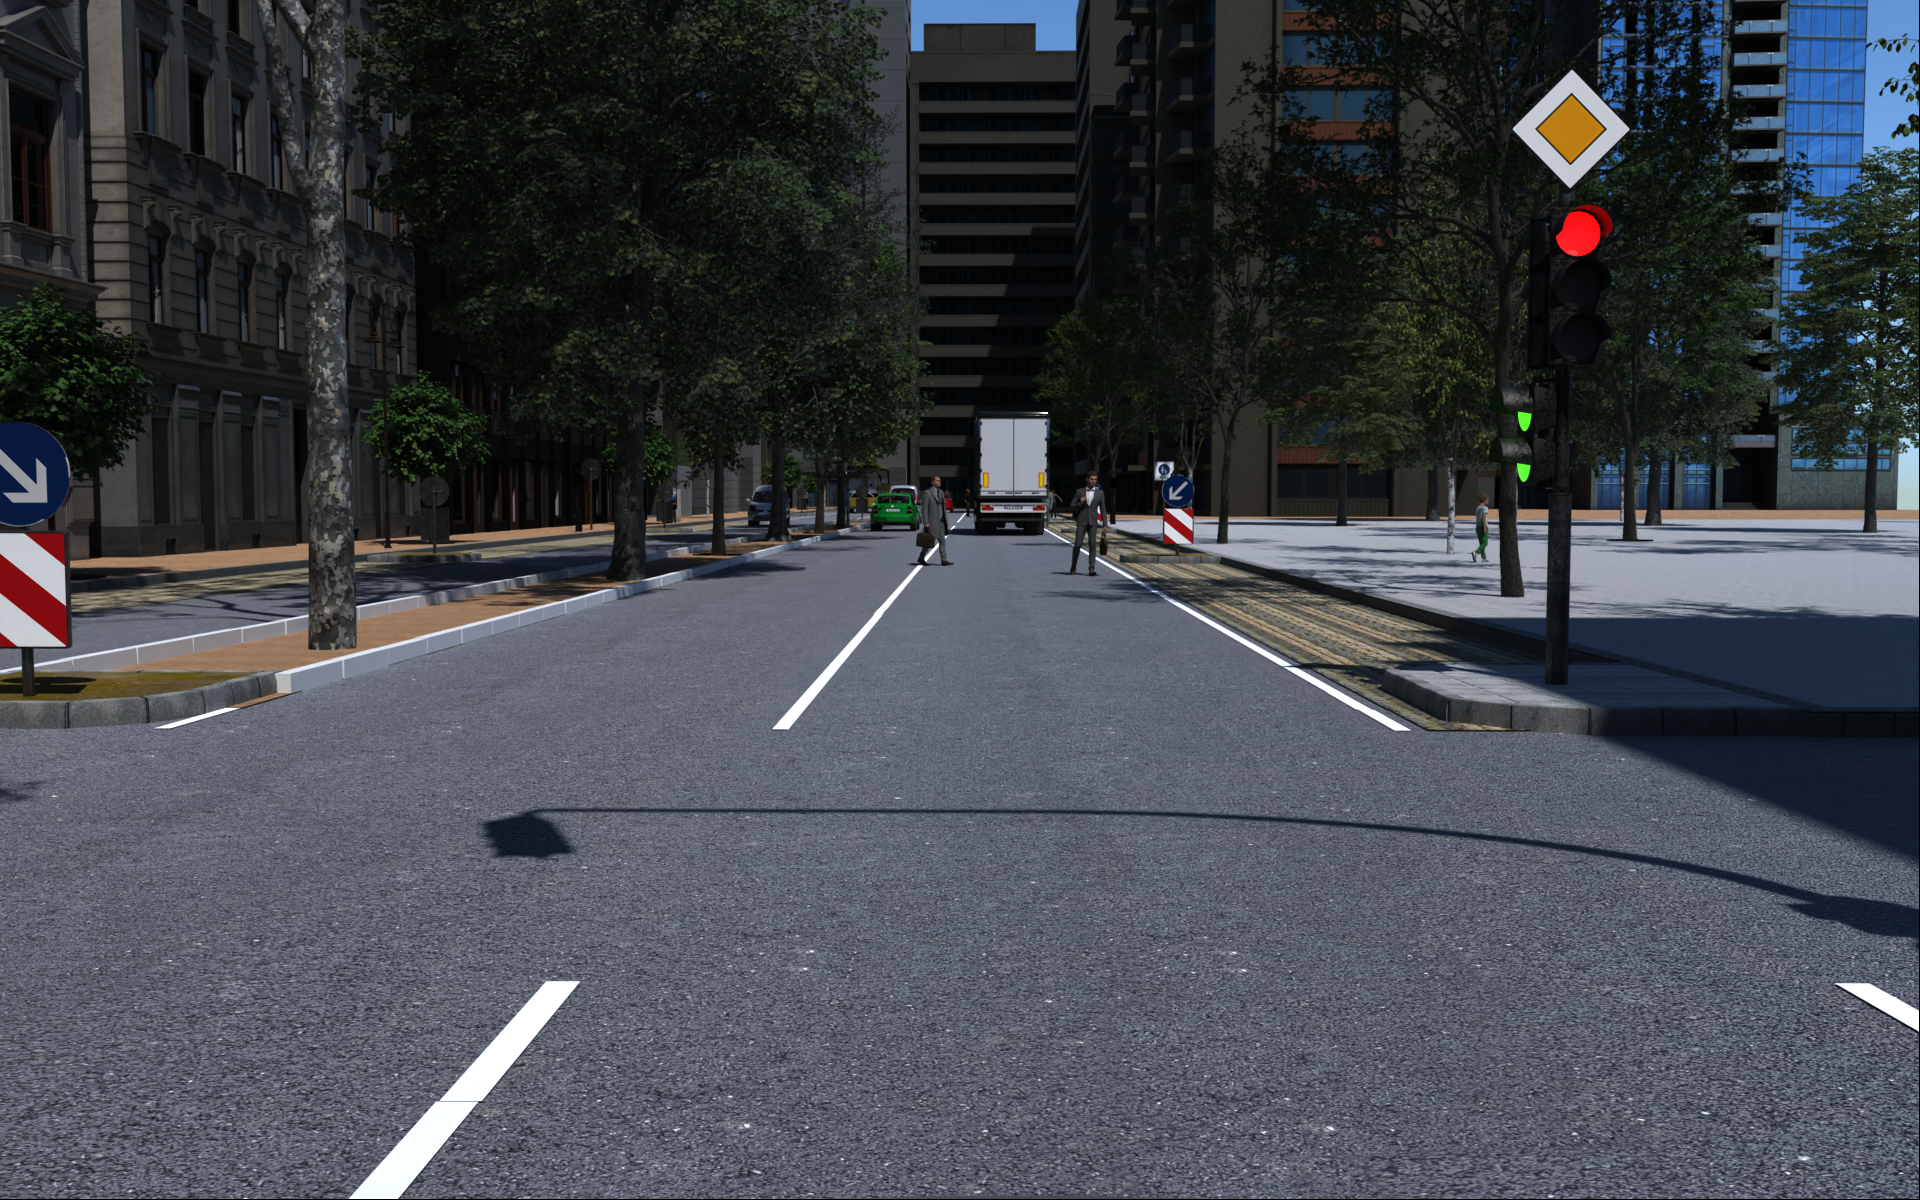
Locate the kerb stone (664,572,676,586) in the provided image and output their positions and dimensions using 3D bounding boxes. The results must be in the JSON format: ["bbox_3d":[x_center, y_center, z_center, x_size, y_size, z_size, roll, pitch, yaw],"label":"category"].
[{"bbox_3d":[-4.652,-0.307,27.221,0.120,0.150,1.000,0,4,1],"label":"kerb stone"}]

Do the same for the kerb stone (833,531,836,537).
[{"bbox_3d":[-4.280,-2.125,56.982,0.120,0.150,1.000,0,4,1],"label":"kerb stone"}]

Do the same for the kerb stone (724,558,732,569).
[{"bbox_3d":[-4.580,-0.681,33.377,0.120,0.150,1.000,0,4,1],"label":"kerb stone"}]

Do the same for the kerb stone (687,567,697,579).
[{"bbox_3d":[-4.629,-0.432,29.272,0.120,0.150,1.000,0,4,1],"label":"kerb stone"}]

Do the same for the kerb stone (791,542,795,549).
[{"bbox_3d":[-4.432,-1.369,44.676,0.120,0.150,1.000,0,4,1],"label":"kerb stone"}]

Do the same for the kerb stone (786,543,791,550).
[{"bbox_3d":[-4.449,-1.311,43.654,0.120,0.150,1.000,0,4,1],"label":"kerb stone"}]

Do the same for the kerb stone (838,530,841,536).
[{"bbox_3d":[-4.246,-2.253,59.038,0.120,0.150,1.000,0,4,1],"label":"kerb stone"}]

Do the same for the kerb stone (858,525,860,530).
[{"bbox_3d":[-4.138,-2.818,68.271,0.120,0.150,1.000,0,4,1],"label":"kerb stone"}]

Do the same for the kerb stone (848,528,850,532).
[{"bbox_3d":[-4.207,-2.504,63.139,0.120,0.150,1.000,0,4,1],"label":"kerb stone"}]

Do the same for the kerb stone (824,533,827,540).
[{"bbox_3d":[-4.314,-1.939,53.904,0.120,0.150,1.000,0,4,1],"label":"kerb stone"}]

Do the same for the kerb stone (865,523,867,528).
[{"bbox_3d":[-4.083,-3.069,72.380,0.120,0.150,1.000,0,4,1],"label":"kerb stone"}]

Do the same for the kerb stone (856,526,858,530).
[{"bbox_3d":[-4.144,-2.755,67.240,0.120,0.150,1.000,0,4,1],"label":"kerb stone"}]

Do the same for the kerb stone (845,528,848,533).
[{"bbox_3d":[-4.217,-2.442,62.117,0.120,0.150,1.000,0,4,1],"label":"kerb stone"}]

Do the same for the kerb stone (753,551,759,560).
[{"bbox_3d":[-4.526,-0.935,37.487,0.120,0.150,1.000,0,4,1],"label":"kerb stone"}]

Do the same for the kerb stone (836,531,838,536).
[{"bbox_3d":[-4.261,-2.190,58.007,0.120,0.150,1.000,0,4,1],"label":"kerb stone"}]

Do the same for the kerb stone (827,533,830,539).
[{"bbox_3d":[-4.306,-2.002,54.927,0.120,0.150,1.000,0,4,1],"label":"kerb stone"}]

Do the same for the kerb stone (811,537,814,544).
[{"bbox_3d":[-4.366,-1.687,49.798,0.120,0.150,1.000,0,4,1],"label":"kerb stone"}]

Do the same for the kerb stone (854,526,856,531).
[{"bbox_3d":[-4.170,-2.687,66.219,0.120,0.150,1.000,0,4,1],"label":"kerb stone"}]

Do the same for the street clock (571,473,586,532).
[{"bbox_3d":[-12.999,-3.330,59.014,0.471,2.002,0.358,0,4,4],"label":"street clock"}]

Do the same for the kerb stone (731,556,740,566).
[{"bbox_3d":[-4.559,-0.746,34.399,0.120,0.150,1.000,0,4,1],"label":"kerb stone"}]

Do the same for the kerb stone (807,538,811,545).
[{"bbox_3d":[-4.377,-1.625,48.766,0.120,0.150,1.000,0,4,1],"label":"kerb stone"}]

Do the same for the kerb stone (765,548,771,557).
[{"bbox_3d":[-4.503,-1.061,39.543,0.120,0.150,1.000,0,4,1],"label":"kerb stone"}]

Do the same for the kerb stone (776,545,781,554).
[{"bbox_3d":[-4.477,-1.186,41.594,0.120,0.150,1.000,0,4,1],"label":"kerb stone"}]

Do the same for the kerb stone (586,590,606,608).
[{"bbox_3d":[-4.722,0.008,22.105,0.120,0.150,1.000,0,4,1],"label":"kerb stone"}]

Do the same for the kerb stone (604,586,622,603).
[{"bbox_3d":[-4.708,-0.057,23.132,0.120,0.150,1.000,0,4,1],"label":"kerb stone"}]

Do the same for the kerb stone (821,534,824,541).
[{"bbox_3d":[-4.328,-1.877,52.882,0.120,0.150,1.000,0,4,1],"label":"kerb stone"}]

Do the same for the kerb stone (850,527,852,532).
[{"bbox_3d":[-4.190,-2.561,64.161,0.120,0.150,1.000,0,4,1],"label":"kerb stone"}]

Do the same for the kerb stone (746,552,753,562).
[{"bbox_3d":[-4.537,-0.872,36.465,0.120,0.150,1.000,0,4,1],"label":"kerb stone"}]

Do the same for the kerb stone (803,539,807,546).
[{"bbox_3d":[-4.392,-1.563,47.742,0.120,0.150,1.000,0,4,1],"label":"kerb stone"}]

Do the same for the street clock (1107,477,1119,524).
[{"bbox_3d":[6.490,-4.214,73.473,0.471,2.002,0.358,-1,4,-12],"label":"street clock"}]

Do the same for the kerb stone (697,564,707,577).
[{"bbox_3d":[-4.615,-0.492,30.299,0.120,0.150,1.000,0,4,1],"label":"kerb stone"}]

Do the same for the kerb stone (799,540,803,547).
[{"bbox_3d":[-4.414,-1.498,46.721,0.120,0.150,1.000,0,4,1],"label":"kerb stone"}]

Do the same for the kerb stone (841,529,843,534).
[{"bbox_3d":[-4.240,-2.317,60.071,0.120,0.150,1.000,0,4,1],"label":"kerb stone"}]

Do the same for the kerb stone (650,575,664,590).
[{"bbox_3d":[-4.674,-0.245,26.199,0.120,0.150,1.000,0,4,1],"label":"kerb stone"}]

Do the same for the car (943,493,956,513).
[{"bbox_3d":[-1.402,-7.557,132.602,2.155,1.783,4.494,0,4,1],"label":"car"}]

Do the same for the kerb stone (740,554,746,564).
[{"bbox_3d":[-4.556,-0.809,35.430,0.120,0.150,1.000,0,4,1],"label":"kerb stone"}]

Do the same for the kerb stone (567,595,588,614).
[{"bbox_3d":[-4.733,0.072,21.075,0.120,0.150,1.000,0,4,1],"label":"kerb stone"}]

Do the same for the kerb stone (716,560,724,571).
[{"bbox_3d":[-4.593,-0.614,32.349,0.120,0.150,1.000,0,4,1],"label":"kerb stone"}]

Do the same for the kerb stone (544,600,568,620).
[{"bbox_3d":[-4.752,0.131,20.049,0.120,0.150,1.000,0,4,1],"label":"kerb stone"}]

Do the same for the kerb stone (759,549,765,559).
[{"bbox_3d":[-4.515,-0.998,38.515,0.120,0.150,1.000,0,4,1],"label":"kerb stone"}]

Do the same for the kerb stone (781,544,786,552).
[{"bbox_3d":[-4.461,-1.246,42.624,0.120,0.150,1.000,0,4,1],"label":"kerb stone"}]

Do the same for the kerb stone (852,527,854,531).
[{"bbox_3d":[-4.177,-2.629,65.183,0.120,0.150,1.000,0,4,1],"label":"kerb stone"}]

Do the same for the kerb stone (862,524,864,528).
[{"bbox_3d":[-4.113,-2.944,70.323,0.120,0.150,1.000,0,4,1],"label":"kerb stone"}]

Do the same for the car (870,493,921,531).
[{"bbox_3d":[-2.530,-3.635,68.229,1.959,1.807,4.718,0,4,1],"label":"car"}]

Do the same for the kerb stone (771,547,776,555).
[{"bbox_3d":[-4.492,-1.124,40.565,0.120,0.150,1.000,0,4,1],"label":"kerb stone"}]

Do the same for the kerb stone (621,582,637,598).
[{"bbox_3d":[-4.700,-0.120,24.155,0.120,0.150,1.000,0,4,1],"label":"kerb stone"}]

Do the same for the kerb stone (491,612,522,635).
[{"bbox_3d":[-4.776,0.256,18.003,0.120,0.150,1.000,0,4,1],"label":"kerb stone"}]

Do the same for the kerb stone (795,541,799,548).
[{"bbox_3d":[-4.428,-1.437,45.698,0.120,0.150,1.000,0,4,1],"label":"kerb stone"}]

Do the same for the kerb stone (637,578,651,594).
[{"bbox_3d":[-4.682,-0.182,25.177,0.120,0.150,1.000,0,4,1],"label":"kerb stone"}]

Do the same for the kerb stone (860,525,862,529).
[{"bbox_3d":[-4.122,-2.876,69.295,0.120,0.150,1.000,0,4,1],"label":"kerb stone"}]

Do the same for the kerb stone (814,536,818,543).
[{"bbox_3d":[-4.360,-1.750,50.824,0.120,0.150,1.000,0,4,1],"label":"kerb stone"}]

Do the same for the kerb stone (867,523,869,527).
[{"bbox_3d":[-4.073,-3.132,73.402,0.120,0.150,1.000,0,4,1],"label":"kerb stone"}]

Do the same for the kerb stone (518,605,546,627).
[{"bbox_3d":[-4.763,0.194,19.025,0.120,0.150,1.000,0,4,1],"label":"kerb stone"}]

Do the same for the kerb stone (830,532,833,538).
[{"bbox_3d":[-4.293,-2.064,55.949,0.120,0.150,1.000,0,4,1],"label":"kerb stone"}]

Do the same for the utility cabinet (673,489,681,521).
[{"bbox_3d":[-13.218,-4.405,80.695,0.318,1.500,1.173,-1,4,-15],"label":"utility cabinet"}]

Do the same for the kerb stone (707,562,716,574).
[{"bbox_3d":[-4.599,-0.553,31.324,0.120,0.150,1.000,0,4,1],"label":"kerb stone"}]

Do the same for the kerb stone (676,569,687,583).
[{"bbox_3d":[-4.648,-0.369,28.246,0.120,0.150,1.000,0,4,1],"label":"kerb stone"}]

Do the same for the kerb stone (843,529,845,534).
[{"bbox_3d":[-4.232,-2.379,61.094,0.120,0.150,1.000,0,4,1],"label":"kerb stone"}]

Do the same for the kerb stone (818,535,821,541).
[{"bbox_3d":[-4.347,-1.814,51.854,0.120,0.150,1.000,0,4,1],"label":"kerb stone"}]
